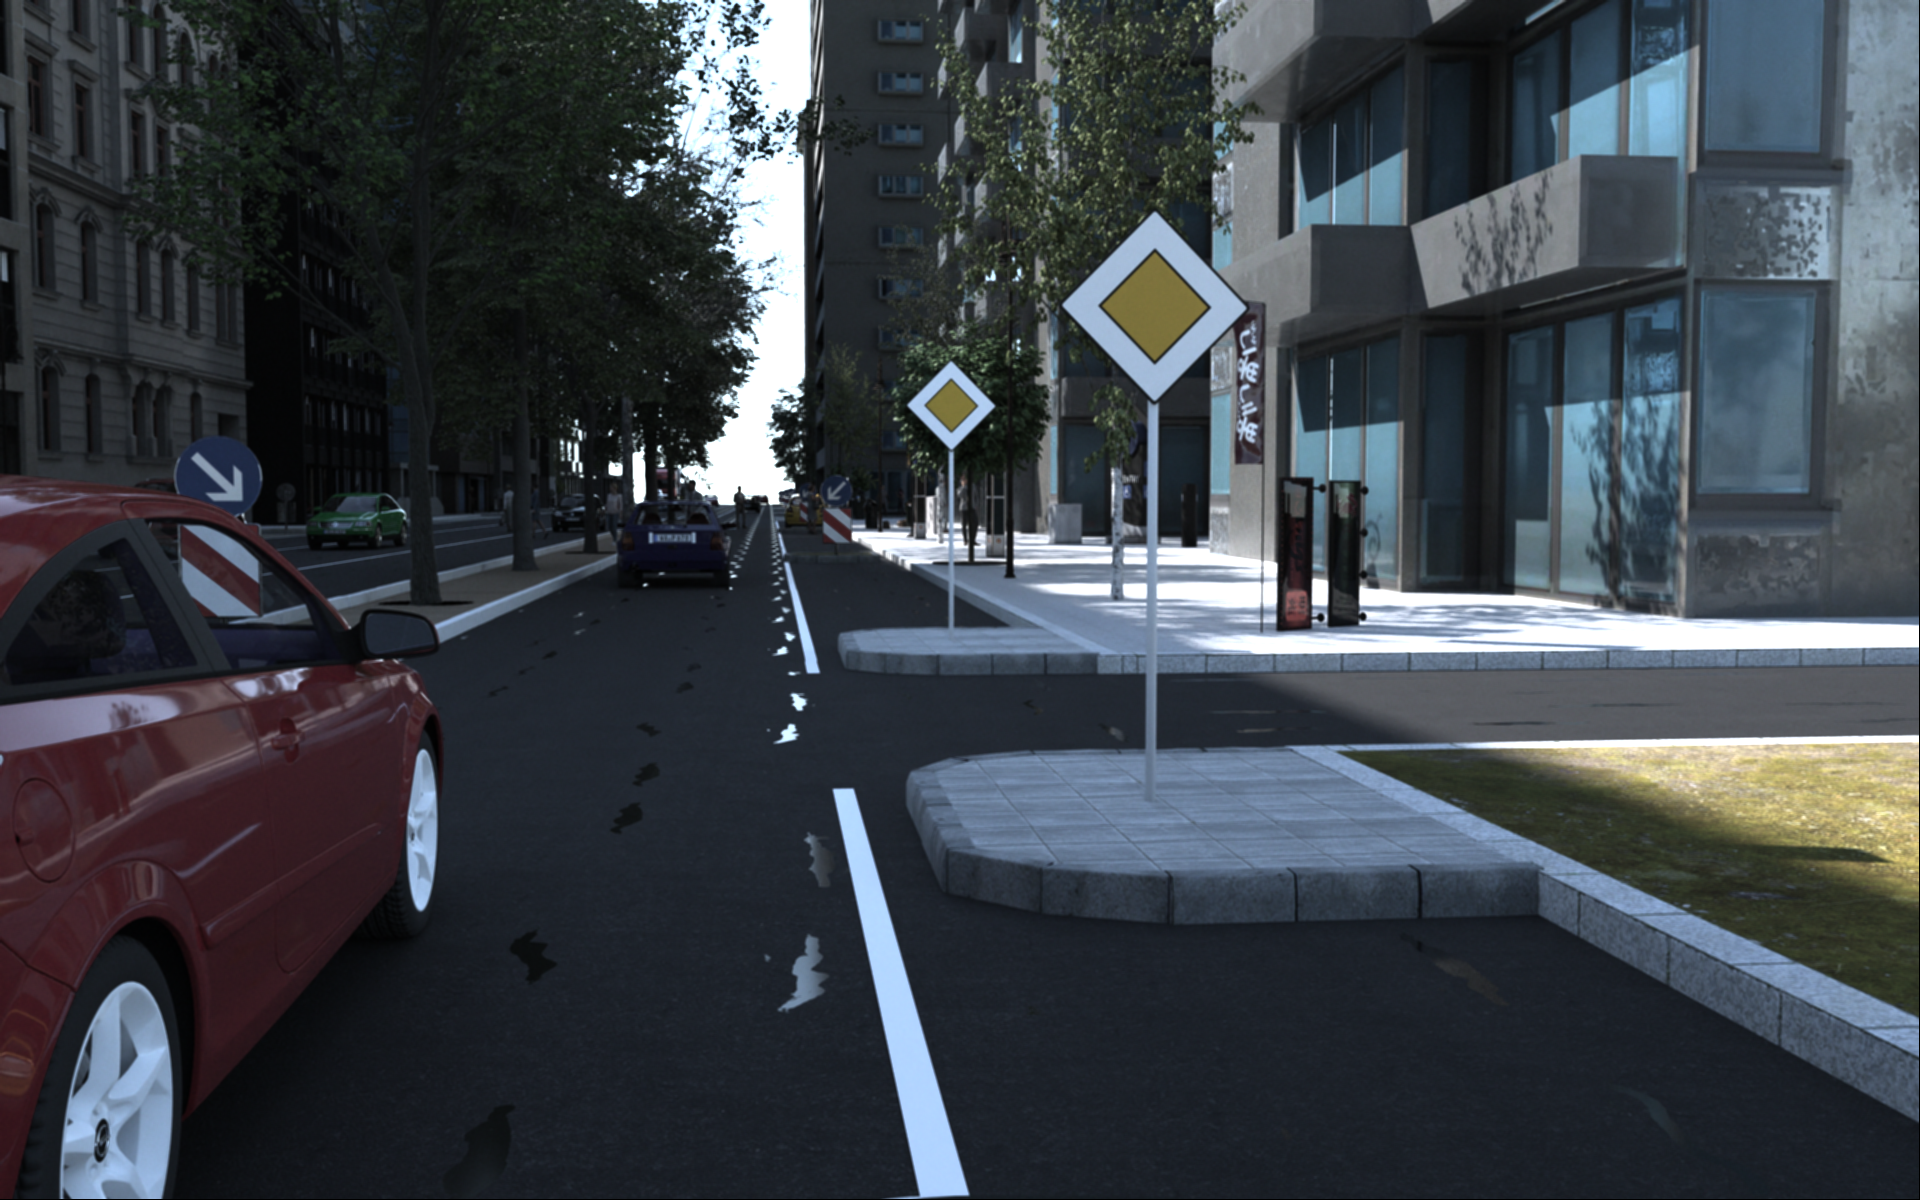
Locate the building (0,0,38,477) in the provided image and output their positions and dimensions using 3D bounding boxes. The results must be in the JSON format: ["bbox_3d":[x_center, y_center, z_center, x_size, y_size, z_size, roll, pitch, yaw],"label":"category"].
[{"bbox_3d":[-32.460,-13.664,27.926,19.350,26.468,34.151,0,4,-6],"label":"building"}]

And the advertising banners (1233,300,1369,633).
[{"bbox_3d":[3.177,-1.228,16.260,2.074,3.025,0.090,-3,5,-41],"label":"advertising banners"}]

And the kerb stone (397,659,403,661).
[{"bbox_3d":[-4.924,0.418,15.354,0.120,0.150,1.000,0,4,-6],"label":"kerb stone"}]

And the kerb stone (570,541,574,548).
[{"bbox_3d":[-10.367,-1.439,45.727,0.120,0.150,1.000,0,4,-6],"label":"kerb stone"}]

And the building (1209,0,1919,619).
[{"bbox_3d":[19.076,-24.927,27.171,30.456,49.044,23.786,0,4,-6],"label":"building"}]

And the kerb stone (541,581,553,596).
[{"bbox_3d":[-5.929,-0.138,24.521,0.120,0.150,1.000,0,4,-6],"label":"kerb stone"}]

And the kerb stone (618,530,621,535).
[{"bbox_3d":[-11.940,-2.307,59.992,0.120,0.150,1.000,0,4,-6],"label":"kerb stone"}]

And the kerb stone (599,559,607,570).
[{"bbox_3d":[-6.817,-0.636,32.693,0.120,0.150,1.000,0,4,-6],"label":"kerb stone"}]

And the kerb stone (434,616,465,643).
[{"bbox_3d":[-5.141,0.296,17.387,0.120,0.150,1.000,0,4,-6],"label":"kerb stone"}]

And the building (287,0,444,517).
[{"bbox_3d":[-47.199,-24.797,97.308,32.217,40.220,23.993,0,4,-6],"label":"building"}]

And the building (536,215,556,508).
[{"bbox_3d":[-43.889,-23.324,153.045,14.160,30.474,14.107,0,4,-6],"label":"building"}]

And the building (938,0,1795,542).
[{"bbox_3d":[11.004,-27.194,64.234,23.786,49.044,30.456,0,4,-6],"label":"building"}]

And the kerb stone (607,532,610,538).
[{"bbox_3d":[-11.497,-2.062,55.902,0.120,0.150,1.000,0,4,-6],"label":"kerb stone"}]

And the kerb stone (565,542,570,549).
[{"bbox_3d":[-10.260,-1.377,44.708,0.120,0.150,1.000,0,4,-6],"label":"kerb stone"}]

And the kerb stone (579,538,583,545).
[{"bbox_3d":[-10.589,-1.564,47.764,0.120,0.150,1.000,0,4,-6],"label":"kerb stone"}]

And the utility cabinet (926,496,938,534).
[{"bbox_3d":[-0.835,-2.710,55.472,0.306,1.237,1.020,-1,4,-15],"label":"utility cabinet"}]

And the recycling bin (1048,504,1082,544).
[{"bbox_3d":[2.723,-1.980,44.924,0.722,1.027,0.722,-1,4,-13],"label":"recycling bin"}]

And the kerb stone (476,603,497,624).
[{"bbox_3d":[-5.366,0.169,19.428,0.120,0.150,1.000,0,4,-6],"label":"kerb stone"}]

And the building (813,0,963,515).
[{"bbox_3d":[1.393,-29.955,113.460,21.300,48.544,21.600,0,4,-6],"label":"building"}]

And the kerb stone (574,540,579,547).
[{"bbox_3d":[-10.474,-1.500,46.743,0.120,0.150,1.000,0,4,-6],"label":"kerb stone"}]

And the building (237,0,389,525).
[{"bbox_3d":[-33.776,-15.149,77.358,12.332,23.373,15.834,0,4,-6],"label":"building"}]

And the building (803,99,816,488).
[{"bbox_3d":[-10.333,-33.242,193.619,14.600,45.320,14.200,0,4,-6],"label":"building"}]

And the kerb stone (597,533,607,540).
[{"bbox_3d":[-11.380,-1.999,54.887,0.120,0.150,1.000,0,4,-6],"label":"kerb stone"}]

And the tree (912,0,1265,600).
[{"bbox_3d":[1.679,-4.304,20.738,4.737,8.622,4.395,0,3,0],"label":"tree"}]

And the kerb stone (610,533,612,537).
[{"bbox_3d":[-11.600,-2.124,56.925,0.120,0.150,1.000,0,4,-6],"label":"kerb stone"}]

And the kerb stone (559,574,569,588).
[{"bbox_3d":[-6.152,-0.262,26.557,0.120,0.150,1.000,0,4,-6],"label":"kerb stone"}]

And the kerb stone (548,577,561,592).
[{"bbox_3d":[-6.041,-0.204,25.537,0.120,0.150,1.000,0,4,-6],"label":"kerb stone"}]

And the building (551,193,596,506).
[{"bbox_3d":[-52.027,-34.555,184.588,23.786,49.044,30.456,0,4,-6],"label":"building"}]

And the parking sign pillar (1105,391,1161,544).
[{"bbox_3d":[4.487,-3.444,44.782,1.447,3.967,1.447,-2,4,-31],"label":"parking sign pillar"}]

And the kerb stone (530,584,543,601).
[{"bbox_3d":[-5.818,-0.076,23.502,0.120,0.150,1.000,0,4,-6],"label":"kerb stone"}]

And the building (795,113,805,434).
[{"bbox_3d":[-7.641,-39.536,235.652,28.713,52.752,27.495,0,4,-6],"label":"building"}]

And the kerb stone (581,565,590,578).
[{"bbox_3d":[-6.489,-0.455,29.628,0.120,0.150,1.000,0,4,-6],"label":"kerb stone"}]

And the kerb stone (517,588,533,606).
[{"bbox_3d":[-5.704,-0.016,22.479,0.120,0.150,1.000,0,4,-6],"label":"kerb stone"}]

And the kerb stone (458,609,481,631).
[{"bbox_3d":[-5.258,0.232,18.402,0.120,0.150,1.000,0,4,-6],"label":"kerb stone"}]

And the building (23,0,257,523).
[{"bbox_3d":[-33.410,-16.493,57.055,14.401,28.519,23.554,0,4,-6],"label":"building"}]

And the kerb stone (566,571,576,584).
[{"bbox_3d":[-6.266,-0.329,27.580,0.120,0.150,1.000,0,4,-6],"label":"kerb stone"}]

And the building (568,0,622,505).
[{"bbox_3d":[-55.461,-48.419,229.902,20.563,71.187,20.611,0,4,-6],"label":"building"}]

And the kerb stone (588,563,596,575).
[{"bbox_3d":[-6.604,-0.515,30.652,0.120,0.150,1.000,0,4,-6],"label":"kerb stone"}]

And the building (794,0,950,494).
[{"bbox_3d":[-9.924,-47.244,210.687,20.563,71.187,20.611,0,4,-6],"label":"building"}]

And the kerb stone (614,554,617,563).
[{"bbox_3d":[-7.160,-0.828,35.756,0.120,0.150,1.000,0,4,-6],"label":"kerb stone"}]

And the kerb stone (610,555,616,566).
[{"bbox_3d":[-7.051,-0.767,34.740,0.120,0.150,1.000,0,4,-6],"label":"kerb stone"}]

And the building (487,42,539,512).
[{"bbox_3d":[-45.289,-31.236,134.412,21.300,48.544,21.600,0,4,-6],"label":"building"}]

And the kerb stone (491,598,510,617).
[{"bbox_3d":[-5.485,0.107,20.447,0.120,0.150,1.000,0,4,-6],"label":"kerb stone"}]

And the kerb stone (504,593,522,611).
[{"bbox_3d":[-5.592,0.045,21.463,0.120,0.150,1.000,0,4,-6],"label":"kerb stone"}]

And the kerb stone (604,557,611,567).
[{"bbox_3d":[-6.942,-0.701,33.713,0.120,0.150,1.000,0,4,-6],"label":"kerb stone"}]

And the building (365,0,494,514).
[{"bbox_3d":[-39.994,-28.563,117.117,14.600,45.320,14.200,0,4,-6],"label":"building"}]

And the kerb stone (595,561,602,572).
[{"bbox_3d":[-6.712,-0.577,31.671,0.120,0.150,1.000,0,4,-6],"label":"kerb stone"}]

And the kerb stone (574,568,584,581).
[{"bbox_3d":[-6.371,-0.390,28.604,0.120,0.150,1.000,0,4,-6],"label":"kerb stone"}]
